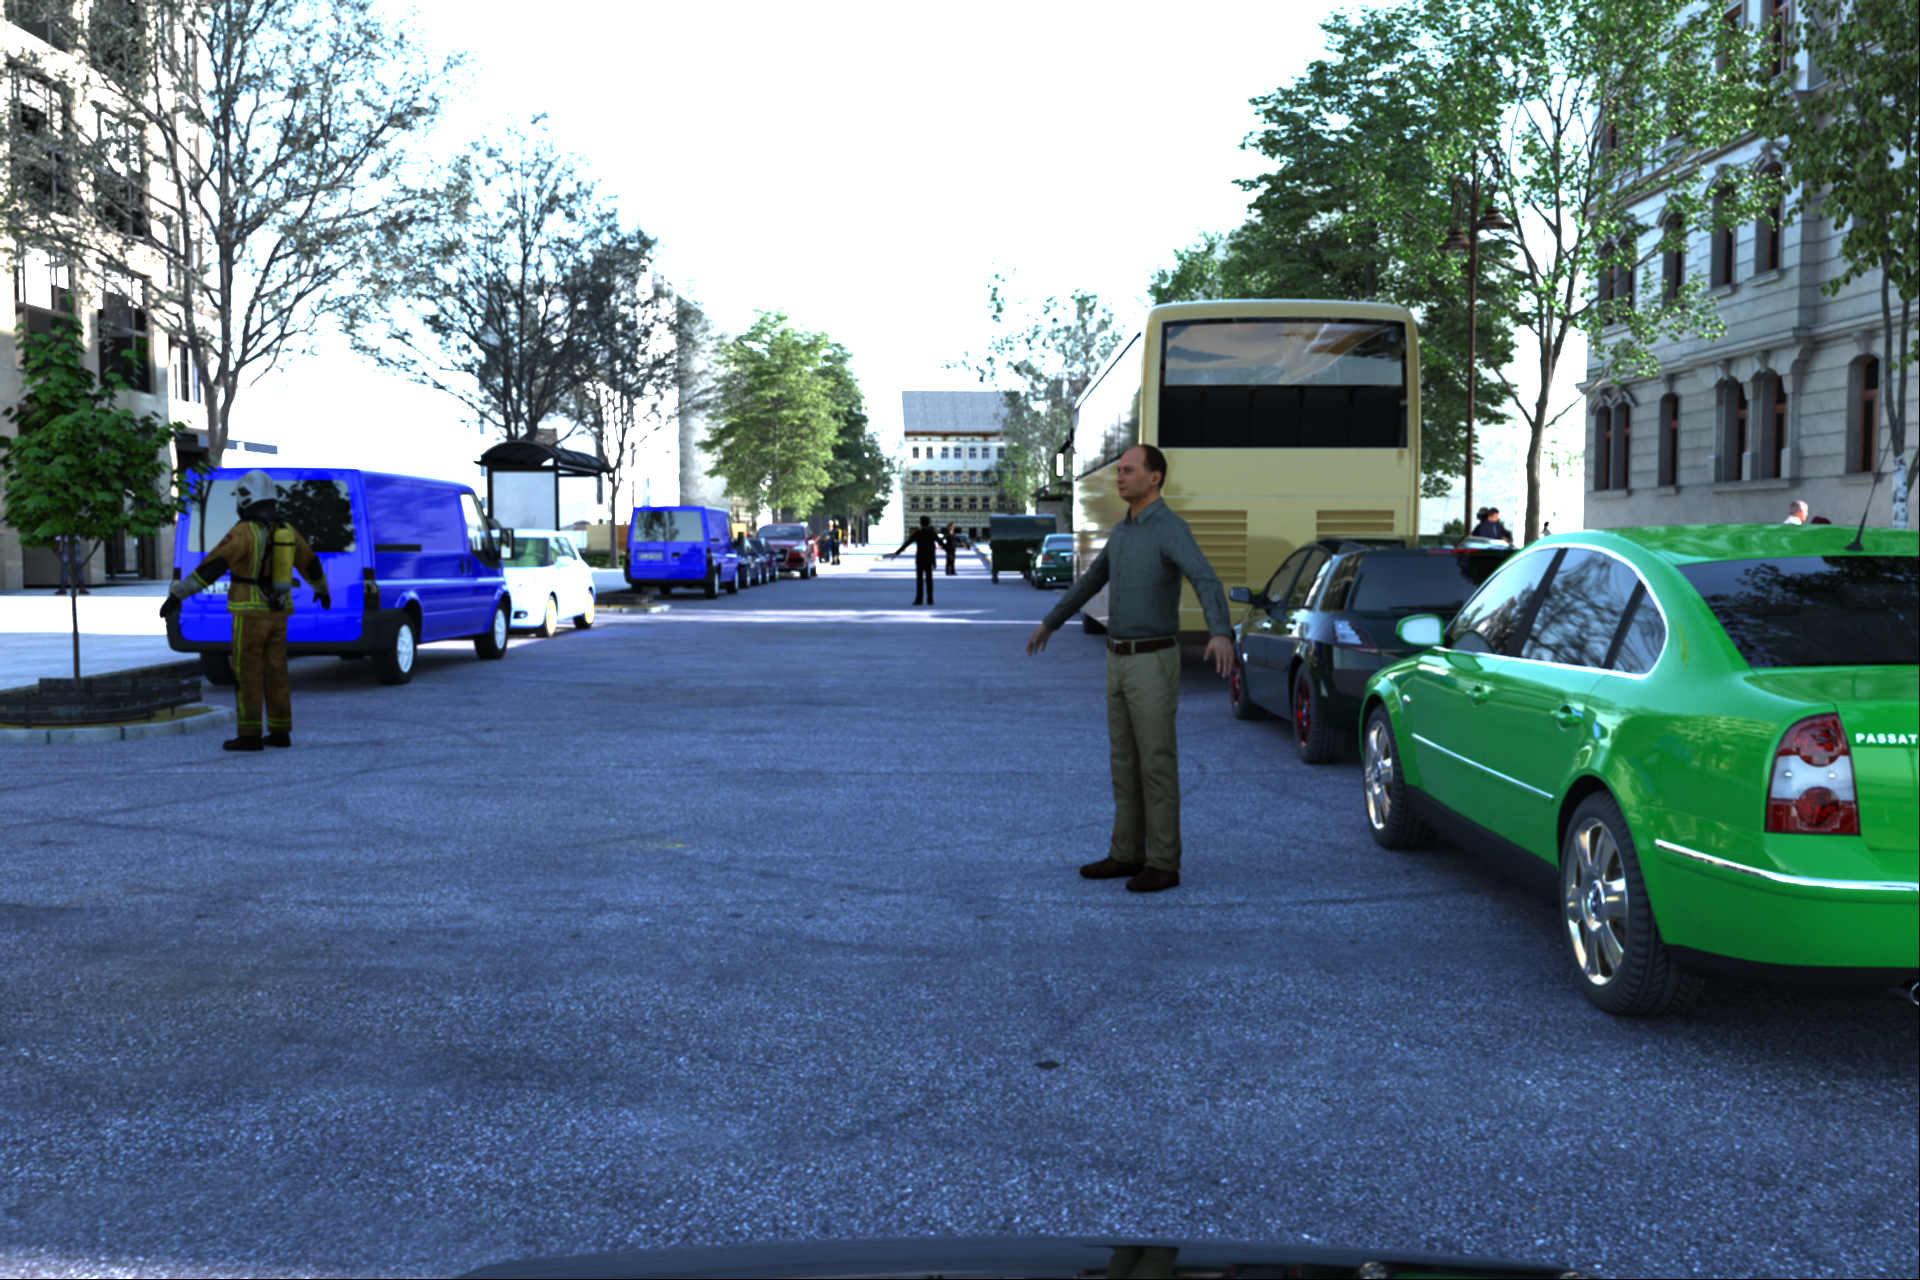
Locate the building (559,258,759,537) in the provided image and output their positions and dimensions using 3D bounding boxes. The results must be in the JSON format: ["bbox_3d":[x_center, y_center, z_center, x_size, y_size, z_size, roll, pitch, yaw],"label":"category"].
[{"bbox_3d":[-26.766,-18.987,141.366,19.493,23.208,18.063,0,4,0],"label":"building"}]

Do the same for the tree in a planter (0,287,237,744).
[{"bbox_3d":[-6.539,-0.949,12.734,1.991,3.239,1.994,0,4,1],"label":"tree in a planter"}]

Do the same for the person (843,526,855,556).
[{"bbox_3d":[-6.691,-5.812,101.825,1.217,1.733,0.721,2,4,29],"label":"person"}]

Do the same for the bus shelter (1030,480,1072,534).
[{"bbox_3d":[3.922,-4.512,67.687,2.014,3.302,5.546,0,4,-1],"label":"bus shelter"}]

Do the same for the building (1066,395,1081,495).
[{"bbox_3d":[22.451,-22.984,206.715,19.493,23.208,18.063,0,4,0],"label":"building"}]

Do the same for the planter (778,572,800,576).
[{"bbox_3d":[-6.465,-2.403,60.421,1.991,0.319,1.994,0,4,1],"label":"planter"}]

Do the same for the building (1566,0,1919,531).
[{"bbox_3d":[24.777,-15.454,40.061,14.401,28.519,23.554,0,4,0],"label":"building"}]

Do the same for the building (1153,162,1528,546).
[{"bbox_3d":[22.379,-16.866,106.680,19.493,23.208,18.063,0,4,0],"label":"building"}]

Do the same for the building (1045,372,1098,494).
[{"bbox_3d":[25.390,-23.929,235.208,27.936,21.610,32.646,0,3,0],"label":"building"}]

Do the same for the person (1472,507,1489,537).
[{"bbox_3d":[11.041,-1.881,36.615,0.704,1.845,1.351,-2,4,-23],"label":"person"}]

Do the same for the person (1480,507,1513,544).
[{"bbox_3d":[9.912,-1.549,31.825,0.683,1.767,0.568,-2,4,-33],"label":"person"}]

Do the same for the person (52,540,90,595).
[{"bbox_3d":[-18.844,-1.880,36.650,0.709,1.838,0.599,-3,4,-37],"label":"person"}]

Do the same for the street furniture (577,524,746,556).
[{"bbox_3d":[-13.100,-4.115,74.128,11.010,1.723,9.812,3,5,42],"label":"street furniture"}]

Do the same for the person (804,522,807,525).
[{"bbox_3d":[-7.300,-4.611,81.366,0.705,1.833,1.349,1,4,22],"label":"person"}]

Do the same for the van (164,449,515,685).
[{"bbox_3d":[-6.192,-0.839,18.109,2.240,2.365,5.245,0,4,0],"label":"van"}]

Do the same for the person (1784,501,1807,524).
[{"bbox_3d":[10.839,-0.946,22.443,0.436,1.711,0.756,1,4,20],"label":"person"}]

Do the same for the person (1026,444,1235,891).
[{"bbox_3d":[0.723,0.100,7.090,0.705,1.796,1.348,-2,4,-30],"label":"person"}]

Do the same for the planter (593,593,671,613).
[{"bbox_3d":[-6.479,-0.688,32.381,1.991,0.319,1.994,0,4,0],"label":"planter"}]

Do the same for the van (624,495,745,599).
[{"bbox_3d":[-6.272,-2.166,39.791,2.240,2.365,5.245,0,4,0],"label":"van"}]

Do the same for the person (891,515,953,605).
[{"bbox_3d":[-0.733,-1.618,35.094,1.347,1.806,0.705,-2,4,-24],"label":"person"}]

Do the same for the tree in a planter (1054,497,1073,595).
[{"bbox_3d":[3.259,-2.703,41.409,1.991,3.239,1.994,0,4,1],"label":"tree in a planter"}]

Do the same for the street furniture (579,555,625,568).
[{"bbox_3d":[-12.968,-3.142,67.001,10.072,0.657,5.734,0,4,-3],"label":"street furniture"}]

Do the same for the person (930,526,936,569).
[{"bbox_3d":[-1.194,-3.770,70.823,1.216,1.740,0.721,-2,4,-32],"label":"person"}]

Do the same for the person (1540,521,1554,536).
[{"bbox_3d":[19.715,-3.128,57.980,0.721,1.735,1.217,-2,4,-25],"label":"person"}]

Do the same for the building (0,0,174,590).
[{"bbox_3d":[-29.835,-13.696,27.128,19.350,26.588,34.151,0,4,-1],"label":"building"}]

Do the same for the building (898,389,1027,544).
[{"bbox_3d":[0.076,-26.238,262.382,18.063,23.208,19.493,0,4,-4],"label":"building"}]

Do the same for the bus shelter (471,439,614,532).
[{"bbox_3d":[-9.477,-2.811,39.886,2.014,3.302,5.546,0,4,-1],"label":"bus shelter"}]

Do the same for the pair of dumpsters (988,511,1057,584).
[{"bbox_3d":[3.037,-2.779,50.388,4.436,2.255,1.574,0,4,0],"label":"pair of dumpsters"}]

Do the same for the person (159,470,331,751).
[{"bbox_3d":[-4.691,-0.204,11.555,0.705,1.858,1.354,2,4,27],"label":"person"}]

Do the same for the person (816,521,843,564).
[{"bbox_3d":[-5.501,-4.141,73.565,1.347,1.847,0.705,0,4,-2],"label":"person"}]

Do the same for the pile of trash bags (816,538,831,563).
[{"bbox_3d":[-6.662,-4.050,75.977,1.912,1.369,3.447,0,4,2],"label":"pile of trash bags"}]

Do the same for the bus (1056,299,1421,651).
[{"bbox_3d":[2.931,-1.840,21.631,2.896,3.916,12.252,0,4,0],"label":"bus"}]

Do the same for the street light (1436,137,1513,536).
[{"bbox_3d":[6.111,-2.932,20.726,0.468,5.910,1.993,0,4,0],"label":"street light"}]

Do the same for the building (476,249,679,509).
[{"bbox_3d":[-25.896,-15.881,116.076,16.016,20.090,11.380,0,4,-1],"label":"building"}]

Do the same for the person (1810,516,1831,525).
[{"bbox_3d":[7.588,-0.378,15.397,0.989,1.438,0.599,-1,4,-13],"label":"person"}]

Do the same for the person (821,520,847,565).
[{"bbox_3d":[-5.124,-3.997,71.136,0.705,1.856,1.354,3,5,44],"label":"person"}]

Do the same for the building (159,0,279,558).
[{"bbox_3d":[-30.501,-18.780,53.165,12.429,33.558,17.177,0,4,0],"label":"building"}]

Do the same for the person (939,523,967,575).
[{"bbox_3d":[-0.305,-3.185,60.472,0.705,1.837,1.347,3,5,44],"label":"person"}]

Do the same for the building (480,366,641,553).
[{"bbox_3d":[-22.769,-9.640,99.762,9.099,9.664,28.070,0,4,1],"label":"building"}]

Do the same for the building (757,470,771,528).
[{"bbox_3d":[-26.181,-15.759,199.814,9.099,9.664,28.070,0,4,0],"label":"building"}]

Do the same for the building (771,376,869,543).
[{"bbox_3d":[-27.190,-24.040,237.034,27.936,21.610,32.646,0,3,0],"label":"building"}]
